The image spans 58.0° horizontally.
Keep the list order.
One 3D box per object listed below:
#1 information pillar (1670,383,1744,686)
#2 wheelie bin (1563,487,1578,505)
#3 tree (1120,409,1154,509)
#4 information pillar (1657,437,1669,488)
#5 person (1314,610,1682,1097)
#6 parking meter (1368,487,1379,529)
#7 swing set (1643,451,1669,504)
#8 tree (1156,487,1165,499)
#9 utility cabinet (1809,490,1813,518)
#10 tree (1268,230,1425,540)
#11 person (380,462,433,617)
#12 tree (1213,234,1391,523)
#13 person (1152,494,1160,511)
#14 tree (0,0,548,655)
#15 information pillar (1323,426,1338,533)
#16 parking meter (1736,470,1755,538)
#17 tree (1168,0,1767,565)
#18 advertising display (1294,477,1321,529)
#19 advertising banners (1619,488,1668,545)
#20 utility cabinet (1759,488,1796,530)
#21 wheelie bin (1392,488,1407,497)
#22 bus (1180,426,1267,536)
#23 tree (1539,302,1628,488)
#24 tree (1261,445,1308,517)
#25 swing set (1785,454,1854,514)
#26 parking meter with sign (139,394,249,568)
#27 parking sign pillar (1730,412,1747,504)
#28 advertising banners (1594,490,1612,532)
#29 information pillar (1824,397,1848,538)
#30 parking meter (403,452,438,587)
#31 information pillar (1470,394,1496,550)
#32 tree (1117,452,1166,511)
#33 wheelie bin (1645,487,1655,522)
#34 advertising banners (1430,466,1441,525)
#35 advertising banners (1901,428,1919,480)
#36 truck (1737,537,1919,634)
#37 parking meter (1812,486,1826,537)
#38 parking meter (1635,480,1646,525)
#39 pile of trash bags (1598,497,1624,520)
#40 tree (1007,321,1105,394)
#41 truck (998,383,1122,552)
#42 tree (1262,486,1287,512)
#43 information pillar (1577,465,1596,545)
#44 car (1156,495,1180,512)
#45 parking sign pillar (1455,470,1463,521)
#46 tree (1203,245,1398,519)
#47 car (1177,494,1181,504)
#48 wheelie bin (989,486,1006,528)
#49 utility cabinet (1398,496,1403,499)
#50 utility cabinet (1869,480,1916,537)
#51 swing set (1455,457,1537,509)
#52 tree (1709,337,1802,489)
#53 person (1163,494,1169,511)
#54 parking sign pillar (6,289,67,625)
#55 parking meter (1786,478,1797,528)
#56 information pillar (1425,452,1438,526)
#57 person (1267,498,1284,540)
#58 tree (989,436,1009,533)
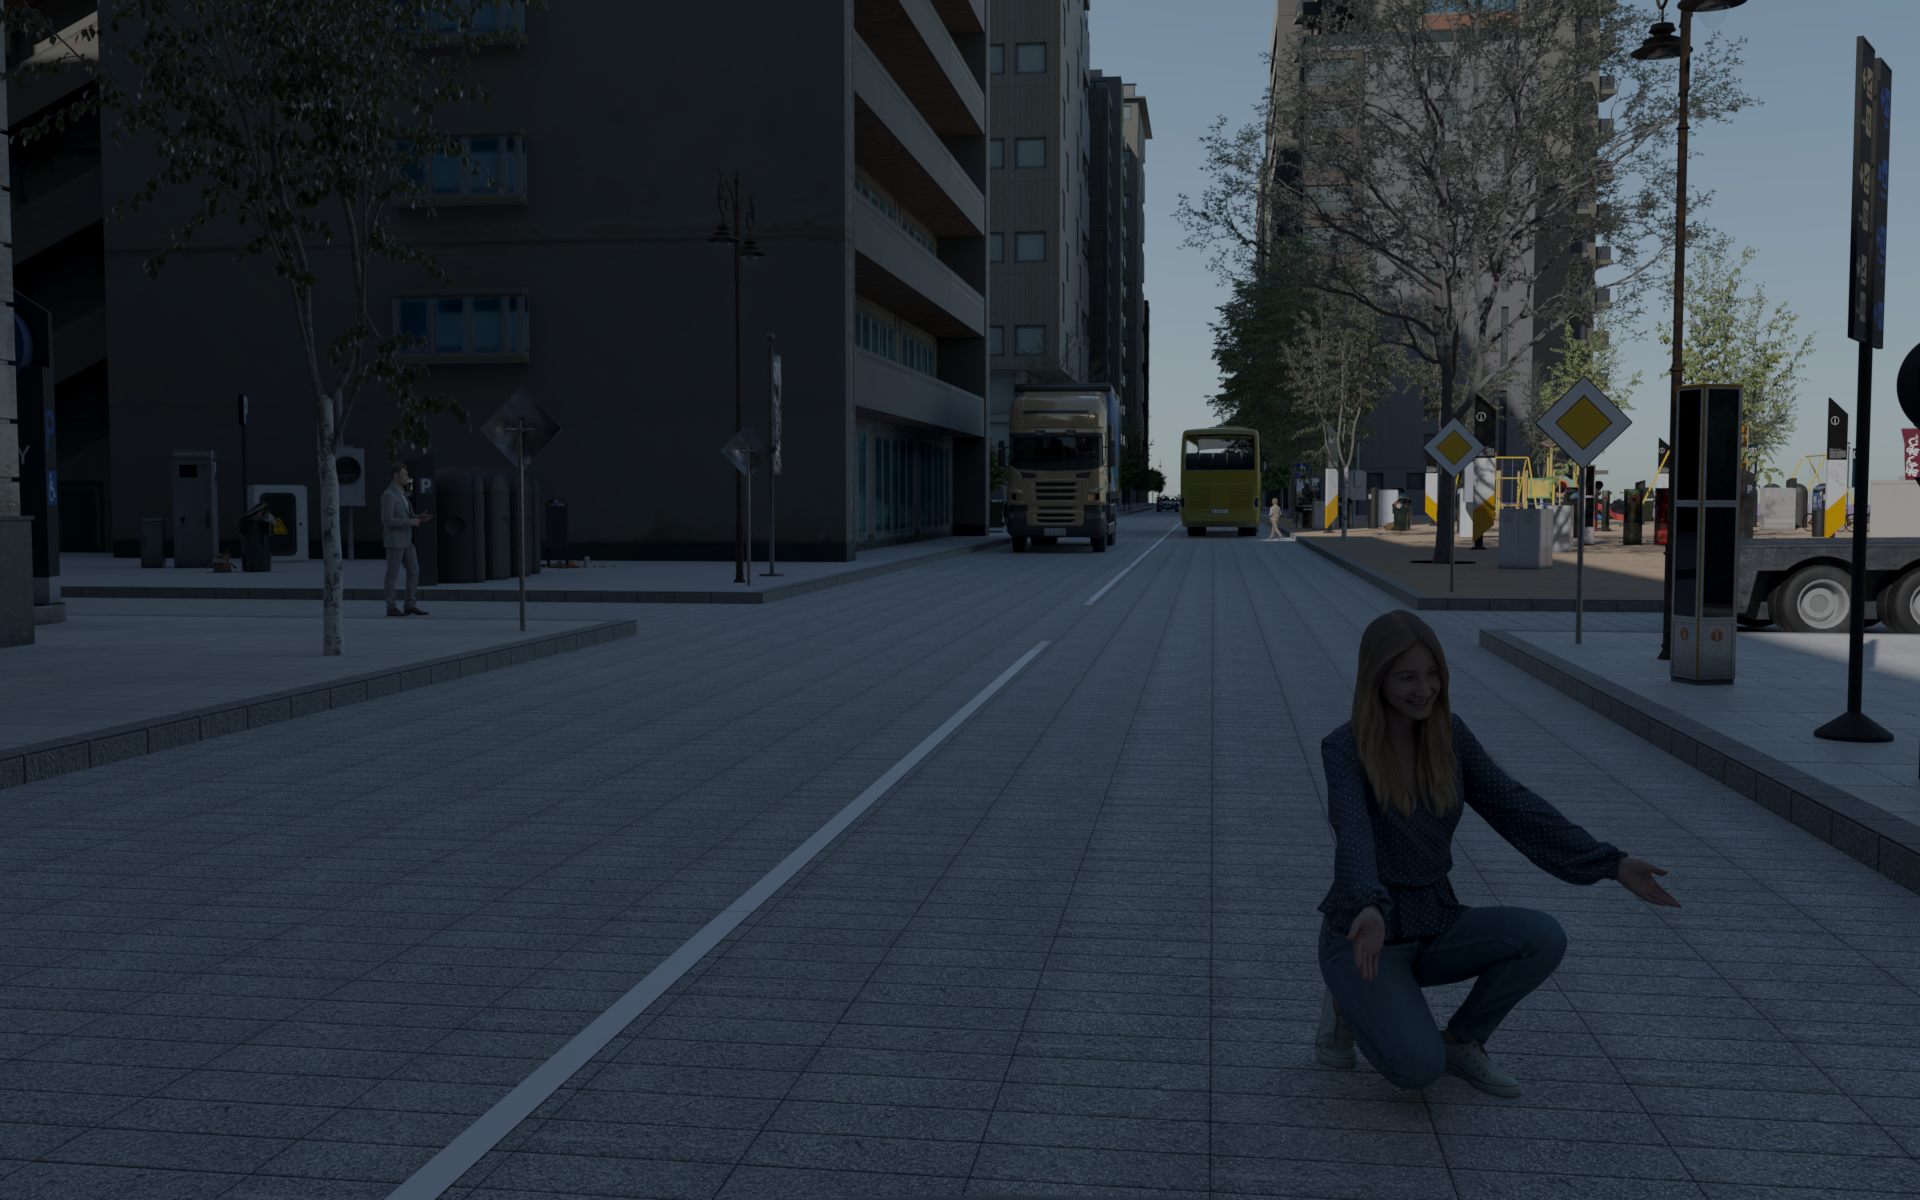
[{"bbox_3d":[5.043,-0.441,11.709,0.304,2.012,0.304,-1,4,-13],"label":"information pillar"},{"bbox_3d":[27.231,-4.225,76.981,0.693,1.594,0.980,-3,4,-38],"label":"wheelie bin"},{"bbox_3d":[14.870,-12.221,150.172,4.360,8.622,3.978,0,3,0],"label":"tree"},{"bbox_3d":[28.731,-4.855,70.740,0.504,3.616,0.183,2,4,26],"label":"information pillar"},{"bbox_3d":[1.228,0.602,4.163,1.012,1.151,0.738,-1,4,-16],"label":"person"},{"bbox_3d":[15.268,-3.396,63.941,0.372,1.533,0.369,0,3,0],"label":"parking meter"},{"bbox_3d":[24.345,-3.706,58.219,2.862,2.851,3.119,0,4,5],"label":"swing set"},{"bbox_3d":[28.477,-15.514,248.261,1.663,3.219,1.824,0,3,0],"label":"tree"},{"bbox_3d":[45.453,-5.073,91.627,1.173,1.500,0.318,-2,4,-31],"label":"utility cabinet"},{"bbox_3d":[10.751,-5.988,48.265,4.360,8.622,3.978,0,3,0],"label":"tree"},{"bbox_3d":[-6.489,-0.709,20.292,0.583,1.804,0.606,0,4,-2],"label":"person"},{"bbox_3d":[14.961,-9.676,76.335,7.486,12.596,7.792,0,3,0],"label":"tree"},{"bbox_3d":[16.703,-8.229,146.265,0.991,1.433,0.599,-1,4,-15],"label":"person"},{"bbox_3d":[-5.071,-3.852,13.344,4.360,8.622,3.978,0,3,0],"label":"tree"},{"bbox_3d":[12.225,-4.014,56.980,0.504,3.616,0.183,-2,4,-33],"label":"information pillar"},{"bbox_3d":[18.751,-2.181,41.368,0.399,1.863,0.255,-2,4,-28],"label":"parking meter"},{"bbox_3d":[9.074,-7.413,31.574,12.009,13.543,11.850,0,3,0],"label":"tree"},{"bbox_3d":[12.940,-3.627,64.513,0.974,1.923,0.123,-1,4,-10],"label":"advertising display"},{"bbox_3d":[17.587,-2.878,43.247,2.074,3.025,0.090,1,4,11],"label":"advertising banners"},{"bbox_3d":[28.919,-3.214,61.230,1.173,1.500,0.318,0,4,-8],"label":"utility cabinet"},{"bbox_3d":[21.563,-4.730,85.248,0.693,1.594,0.980,-3,5,-45],"label":"wheelie bin"},{"bbox_3d":[9.469,-4.303,61.897,2.896,3.916,12.252,1,4,10],"label":"bus"},{"bbox_3d":[24.324,-7.155,67.351,4.737,8.622,4.395,0,3,0],"label":"tree"},{"bbox_3d":[18.136,-6.998,98.129,4.285,4.588,4.351,0,3,0],"label":"tree"},{"bbox_3d":[34.288,-4.384,69.298,2.862,2.851,3.119,1,4,9],"label":"swing set"},{"bbox_3d":[-13.318,-2.071,30.118,1.738,3.016,0.543,-1,4,-14],"label":"parking meter with sign"},{"bbox_3d":[23.513,-3.976,53.473,1.447,3.967,1.447,1,4,11],"label":"parking sign pillar"},{"bbox_3d":[21.881,-3.885,59.710,0.090,3.025,2.074,-1,4,-11],"label":"advertising banners"},{"bbox_3d":[21.262,-3.100,42.044,0.504,3.616,0.183,0,4,-4],"label":"information pillar"},{"bbox_3d":[-7.521,-1.126,24.129,0.255,1.863,0.399,3,4,37],"label":"parking meter"},{"bbox_3d":[12.052,-2.967,39.863,0.504,3.616,0.183,0,4,7],"label":"information pillar"},{"bbox_3d":[12.674,-9.188,133.936,4.285,4.588,4.351,0,3,0],"label":"tree"},{"bbox_3d":[31.701,-4.422,80.206,0.980,1.594,0.693,0,4,-1],"label":"wheelie bin"},{"bbox_3d":[19.907,-4.652,72.245,0.090,3.025,2.074,0,4,3],"label":"advertising banners"},{"bbox_3d":[25.854,-3.016,45.500,2.074,3.025,0.090,2,4,30],"label":"advertising banners"},{"bbox_3d":[16.830,-1.631,16.419,18.799,4.110,2.967,0,4,8],"label":"truck"},{"bbox_3d":[25.656,-2.648,51.703,0.372,1.533,0.369,0,3,0],"label":"parking meter"},{"bbox_3d":[28.414,-4.080,72.415,0.399,1.863,0.255,3,5,41],"label":"parking meter"},{"bbox_3d":[32.017,-4.738,87.222,3.447,1.369,1.912,1,4,18],"label":"pile of trash bags"},{"bbox_3d":[4.235,-7.594,74.519,4.360,8.622,3.978,0,3,0],"label":"tree"},{"bbox_3d":[2.884,-3.503,46.196,2.839,4.237,11.283,0,4,7],"label":"truck"},{"bbox_3d":[22.747,-7.940,124.413,1.663,3.219,1.824,0,3,0],"label":"tree"},{"bbox_3d":[15.698,-2.380,43.398,0.304,2.012,0.304,-1,4,-9],"label":"information pillar"},{"bbox_3d":[16.693,-7.728,138.935,1.945,1.354,3.894,1,4,9],"label":"car"},{"bbox_3d":[24.308,-5.875,84.531,1.447,3.967,1.447,0,4,-4],"label":"parking sign pillar"},{"bbox_3d":[17.405,-11.179,89.435,9.857,13.997,8.962,0,3,0],"label":"tree"},{"bbox_3d":[27.681,-12.553,215.469,2.015,1.641,3.980,0,4,8],"label":"car"},{"bbox_3d":[1.262,-3.562,66.143,0.980,1.594,0.693,-1,4,-21],"label":"wheelie bin"},{"bbox_3d":[20.278,-4.251,80.671,0.306,1.237,1.020,3,5,39],"label":"utility cabinet"},{"bbox_3d":[15.085,-1.148,27.445,0.318,1.500,1.173,-2,4,-35],"label":"utility cabinet"},{"bbox_3d":[22.617,-4.608,72.957,3.119,2.851,2.862,0,4,-4],"label":"swing set"},{"bbox_3d":[37.378,-8.052,82.017,4.360,8.622,3.978,0,3,0],"label":"tree"},{"bbox_3d":[17.838,-8.429,149.551,0.697,1.427,0.421,0,4,4],"label":"person"},{"bbox_3d":[-9.692,-1.751,17.097,1.447,3.967,1.447,-1,4,-14],"label":"parking sign pillar"},{"bbox_3d":[30.172,-3.498,62.897,0.255,1.863,0.399,0,4,3],"label":"parking meter"},{"bbox_3d":[18.895,-4.768,69.307,0.504,3.616,0.183,3,4,38],"label":"information pillar"},{"bbox_3d":[9.750,-2.500,53.647,0.640,1.303,0.475,3,5,39],"label":"person"},{"bbox_3d":[1.047,-3.864,57.781,1.663,3.219,1.824,0,3,0],"label":"tree"}]
